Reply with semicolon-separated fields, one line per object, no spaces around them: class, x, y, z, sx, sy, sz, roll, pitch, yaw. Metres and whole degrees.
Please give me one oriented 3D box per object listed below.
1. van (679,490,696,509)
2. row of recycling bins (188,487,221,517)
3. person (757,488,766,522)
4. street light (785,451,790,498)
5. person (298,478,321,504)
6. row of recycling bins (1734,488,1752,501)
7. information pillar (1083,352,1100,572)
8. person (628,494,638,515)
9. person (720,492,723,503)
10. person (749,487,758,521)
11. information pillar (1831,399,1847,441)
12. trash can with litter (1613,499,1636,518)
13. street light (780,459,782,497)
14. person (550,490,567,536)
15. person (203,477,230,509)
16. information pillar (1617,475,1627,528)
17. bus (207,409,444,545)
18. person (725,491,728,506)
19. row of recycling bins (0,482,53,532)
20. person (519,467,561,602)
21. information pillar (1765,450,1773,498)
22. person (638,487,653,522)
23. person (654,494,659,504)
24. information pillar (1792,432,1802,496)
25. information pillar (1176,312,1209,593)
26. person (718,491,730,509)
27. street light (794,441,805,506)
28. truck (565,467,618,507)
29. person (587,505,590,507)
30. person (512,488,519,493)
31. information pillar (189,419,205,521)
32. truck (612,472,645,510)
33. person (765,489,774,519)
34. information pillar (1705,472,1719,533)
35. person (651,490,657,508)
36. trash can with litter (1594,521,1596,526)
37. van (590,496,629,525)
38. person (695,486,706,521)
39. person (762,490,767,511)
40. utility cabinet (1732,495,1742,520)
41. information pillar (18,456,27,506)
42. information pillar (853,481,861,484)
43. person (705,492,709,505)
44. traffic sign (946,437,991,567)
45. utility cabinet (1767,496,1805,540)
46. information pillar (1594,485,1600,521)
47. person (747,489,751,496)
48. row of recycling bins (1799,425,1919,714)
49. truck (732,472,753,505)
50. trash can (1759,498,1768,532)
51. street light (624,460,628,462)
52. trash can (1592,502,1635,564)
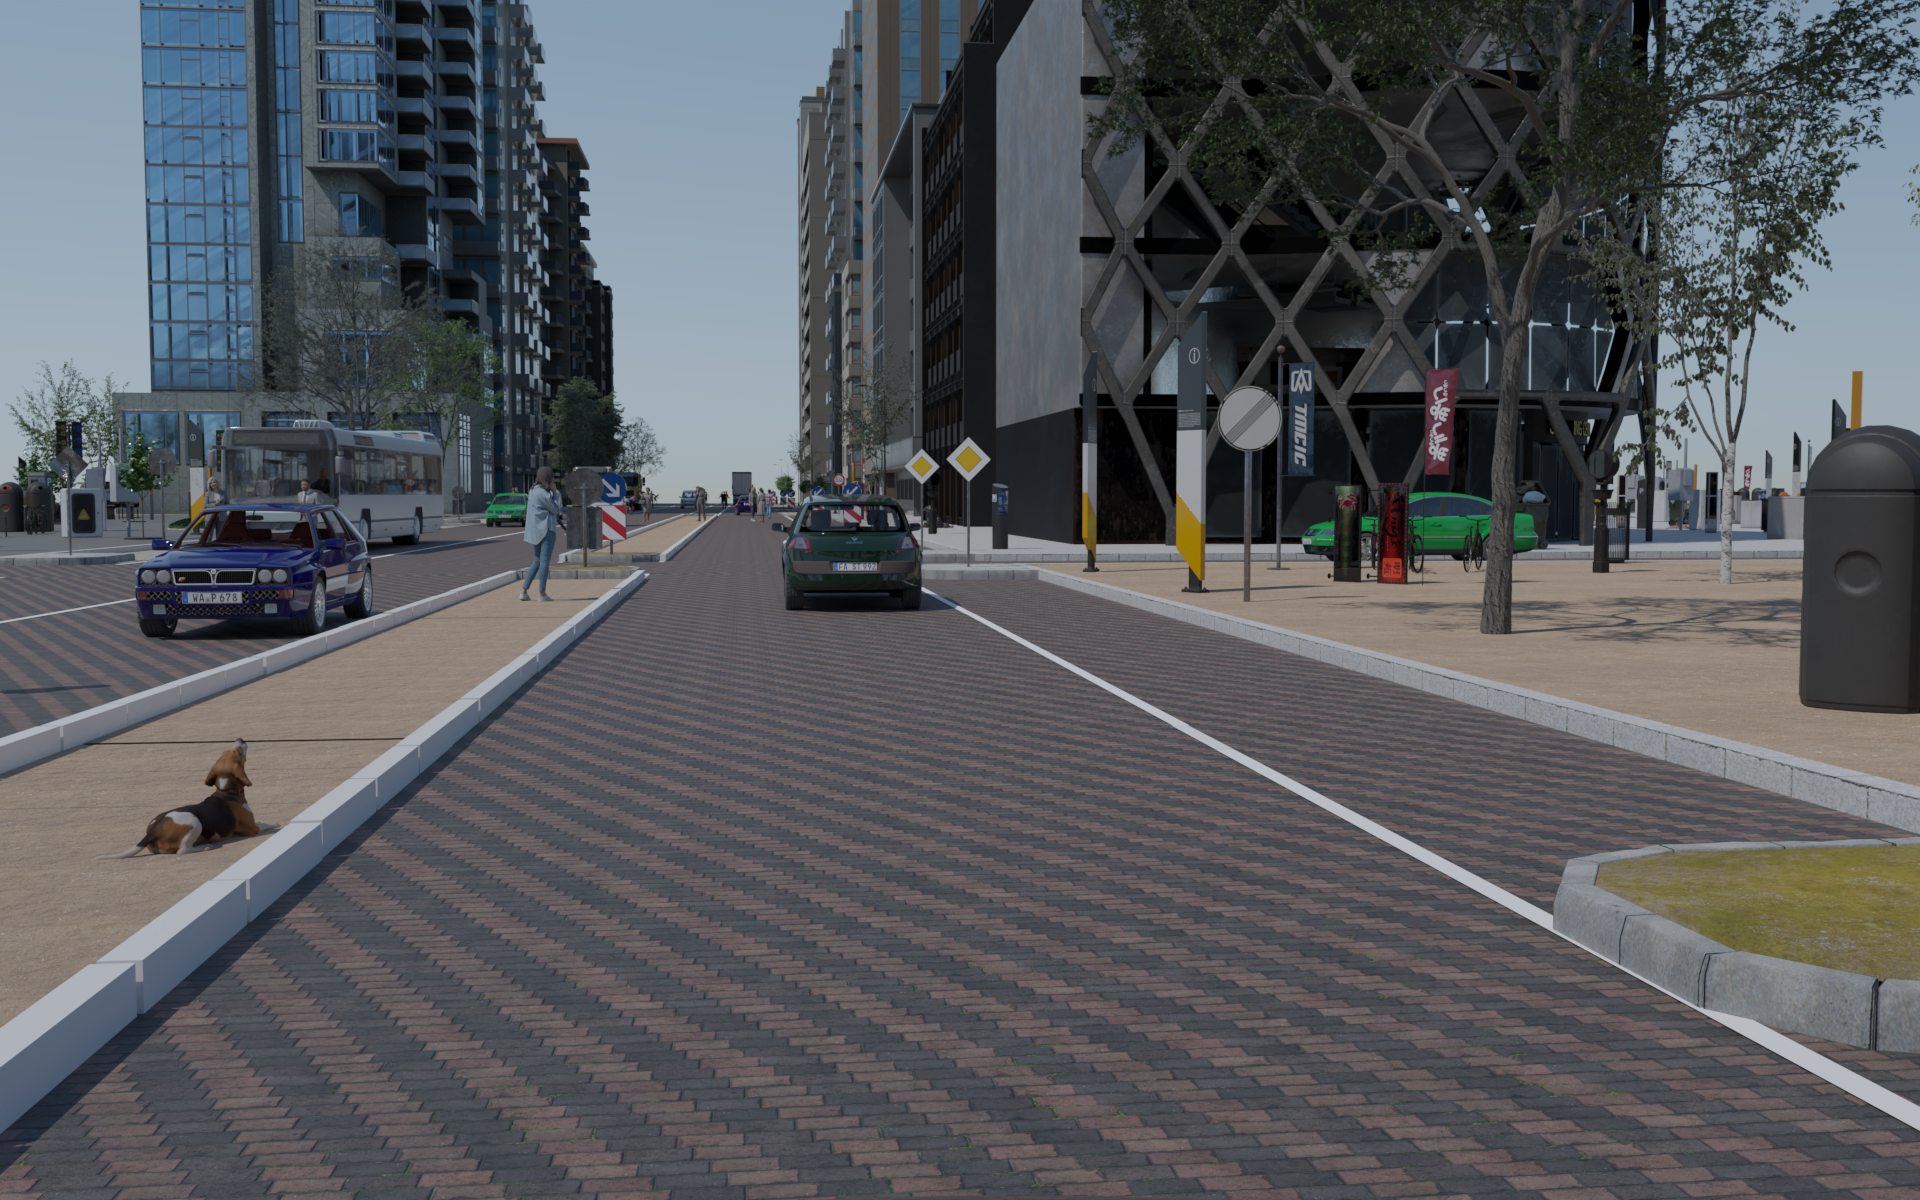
van;-26.620;-9.995;170.431;2.013;2.044;4.112;0;4;-6
row of recycling bins;-41.814;-5.470;96.547;3.534;1.692;1.069;3;4;37
person;-10.095;-4.821;87.889;0.480;1.755;0.524;-2;4;-32
street light;-18.136;-13.228;188.815;1.470;5.913;1.316;0;4;-7
person;-14.268;-1.785;37.953;0.678;1.792;0.850;1;4;13
row of recycling bins;51.346;-6.440;112.411;3.534;1.692;1.069;2;4;35
information pillar;2.131;-2.264;28.377;0.183;3.616;0.504;1;4;23
person;-22.614;-6.599;119.632;0.697;1.427;0.421;-1;4;-15
person;-36.882;-15.910;268.656;1.348;1.821;0.705;3;5;41
person;-10.746;-5.016;90.690;0.709;1.800;0.728;-2;4;-29
information pillar;21.684;-3.148;42.817;0.504;3.616;0.183;-2;4;-30
trash can with litter;36.245;-5.086;94.221;1.678;1.210;2.233;-3;4;-36
street light;-23.591;-15.885;232.258;1.470;5.913;1.316;0;4;-7
person;-13.868;-3.129;59.501;0.661;1.843;0.795;3;5;44
person;-15.943;-1.743;37.180;0.537;1.800;0.526;-2;4;-24
information pillar;25.104;-3.745;65.719;0.304;2.012;0.304;1;4;15
bus;-16.178;-3.087;45.332;2.948;3.499;13.247;0;4;-5
person;-28.130;-12.226;208.332;0.705;1.831;1.348;-3;4;-36
row of recycling bins;-32.575;-3.140;58.448;3.534;1.692;1.069;-1;4;-16
person;-5.579;-0.869;22.969;0.793;1.790;0.793;1;4;20
information pillar;42.793;-6.138;91.712;0.504;3.616;0.183;-2;4;-30
person;-15.984;-4.842;88.029;0.716;1.782;0.532;0;4;-6
person;-42.637;-14.174;243.437;0.799;1.438;0.628;-1;4;-9
information pillar;31.342;-4.499;64.911;0.183;3.616;0.504;0;3;0
information pillar;3.019;-1.906;22.525;0.183;3.616;0.504;-2;4;-35
person;-22.499;-9.528;165.102;1.217;1.723;0.721;1;4;10
street light;-13.389;-10.879;150.410;1.470;5.913;1.316;0;4;-7
truck;-26.226;-7.866;124.539;3.469;3.379;9.791;0;4;-7
person;-15.707;-3.926;72.706;0.654;1.822;0.581;0;4;-7
person;-26.945;-5.906;105.038;0.573;1.828;0.580;0;4;8
information pillar;-23.961;-3.856;54.406;0.504;3.616;0.183;1;4;14
truck;-29.639;-9.664;153.922;3.469;3.379;9.791;-1;4;-9
person;-11.210;-5.641;101.574;0.563;1.720;0.643;2;4;24
information pillar;24.912;-3.237;57.417;0.304;2.012;0.304;0;4;5
person;-32.385;-10.600;181.890;1.350;1.814;0.705;-1;4;-14
trash can with litter;24.905;-3.620;70.237;2.233;1.210;1.678;3;4;37
van;-15.869;-4.333;77.853;2.013;2.044;4.112;-1;4;-9
person;-13.521;-5.010;90.217;0.655;1.846;0.447;1;4;20
person;-16.236;-8.255;143.914;0.683;1.767;0.568;-2;4;-31
utility cabinet;36.505;-4.336;82.049;0.306;1.237;1.020;-2;4;-23
information pillar;-57.465;-7.025;106.212;0.504;3.616;0.183;-3;5;-43
information pillar;-5.936;-5.828;99.786;0.304;2.012;0.304;2;4;30
person;-34.789;-13.945;237.188;1.217;1.739;0.721;2;4;33
traffic sign;0.147;-1.632;30.333;0.795;2.450;0.064;0;4;-7
utility cabinet;23.449;-2.318;49.064;0.306;1.237;1.020;-3;5;-42
information pillar;28.811;-5.332;78.540;0.504;3.616;0.183;0;4;-4
person;-16.534;-7.814;136.123;0.709;1.838;0.599;-3;4;-36
row of recycling bins;6.148;-0.131;9.249;1.069;1.692;3.534;-2;4;-29
truck;-27.961;-14.280;222.385;2.839;4.237;11.283;0;4;-7
trash can;27.262;-2.847;58.201;0.748;1.137;0.748;0;3;0
street light;-44.645;-15.946;233.251;1.470;5.913;1.316;0;4;-7
trash can;12.110;-1.253;32.143;0.748;1.137;0.748;0;3;0
